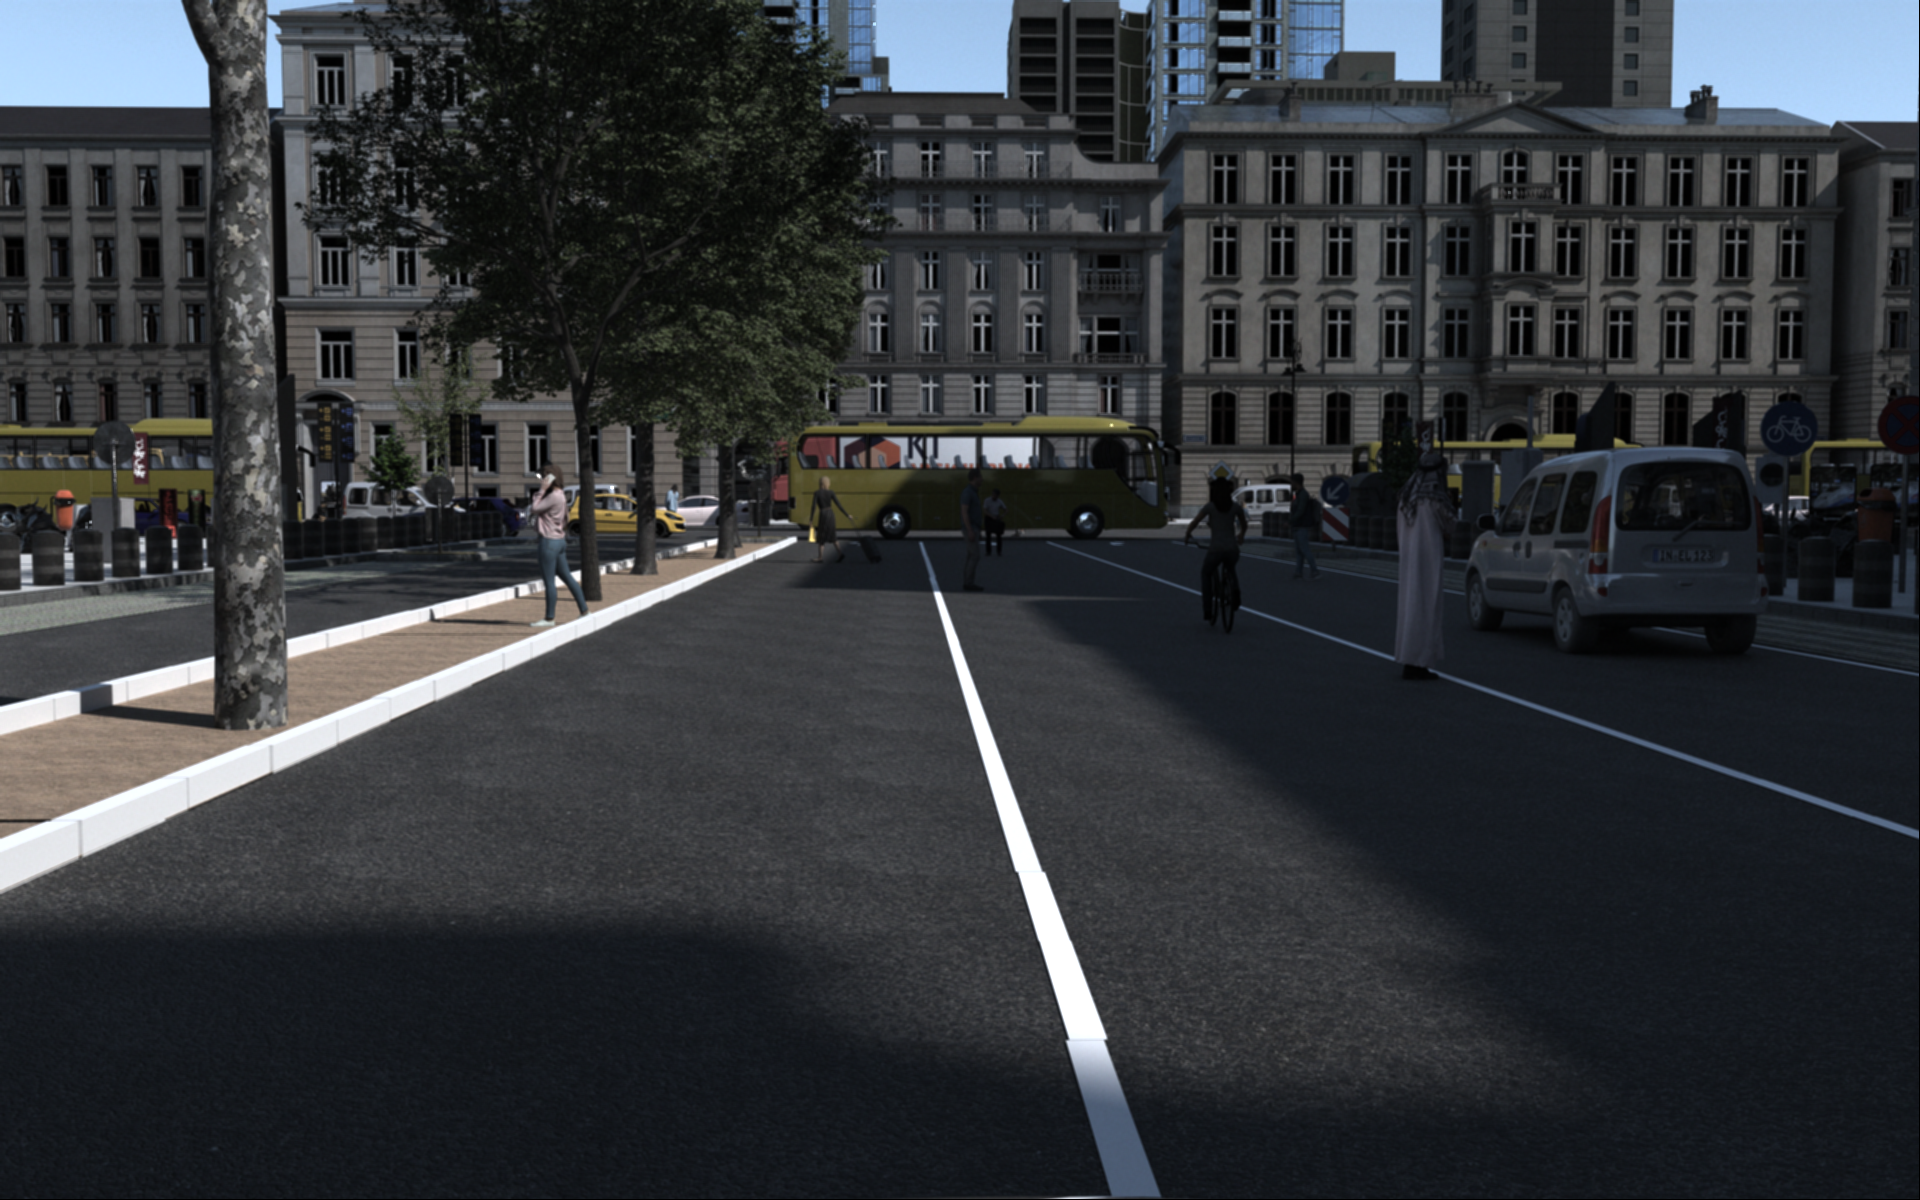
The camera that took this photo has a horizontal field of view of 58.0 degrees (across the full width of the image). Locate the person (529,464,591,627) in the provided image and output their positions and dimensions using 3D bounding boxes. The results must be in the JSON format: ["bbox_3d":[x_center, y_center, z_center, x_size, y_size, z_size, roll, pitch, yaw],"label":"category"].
[{"bbox_3d":[-4.311,-0.586,18.675,0.643,1.750,0.593,0,3,0],"label":"person"}]

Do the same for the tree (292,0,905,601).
[{"bbox_3d":[-4.903,-5.276,23.126,8.767,10.594,7.601,0,4,-2],"label":"tree"}]

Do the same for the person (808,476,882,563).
[{"bbox_3d":[-2.443,-1.674,36.085,1.509,1.804,0.699,1,4,18],"label":"person"}]

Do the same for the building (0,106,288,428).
[{"bbox_3d":[-42.834,-14.657,88.800,18.267,20.994,9.793,0,4,-2],"label":"building"}]

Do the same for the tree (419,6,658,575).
[{"bbox_3d":[-5.684,-6.733,30.673,7.486,12.596,7.792,0,3,0],"label":"tree"}]

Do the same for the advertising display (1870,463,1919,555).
[{"bbox_3d":[19.751,-1.919,36.586,0.974,1.923,0.123,3,5,41],"label":"advertising display"}]

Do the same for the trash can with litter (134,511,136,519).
[{"bbox_3d":[-22.241,-2.086,45.492,1.055,1.170,0.624,0,4,-1],"label":"trash can with litter"}]

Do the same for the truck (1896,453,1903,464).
[{"bbox_3d":[42.837,-4.828,67.845,11.283,4.237,2.839,0,4,-2],"label":"truck"}]

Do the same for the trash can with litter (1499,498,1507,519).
[{"bbox_3d":[14.929,-2.259,47.996,1.678,1.210,2.233,1,4,20],"label":"trash can with litter"}]

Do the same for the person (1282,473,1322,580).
[{"bbox_3d":[5.700,-1.229,28.942,0.721,1.781,0.623,0,4,-1],"label":"person"}]

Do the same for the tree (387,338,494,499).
[{"bbox_3d":[-22.624,-7.698,76.219,4.737,8.622,4.395,0,3,0],"label":"tree"}]

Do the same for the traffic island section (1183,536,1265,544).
[{"bbox_3d":[7.738,-1.772,51.254,2.009,0.180,2.903,0,4,-2],"label":"traffic island section"}]

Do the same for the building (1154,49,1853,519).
[{"bbox_3d":[28.082,-16.809,93.919,34.723,24.649,14.460,0,4,-2],"label":"building"}]

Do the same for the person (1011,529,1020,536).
[{"bbox_3d":[1.897,-3.071,58.843,0.434,1.807,0.598,2,4,33],"label":"person"}]

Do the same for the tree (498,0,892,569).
[{"bbox_3d":[-5.284,-7.197,38.261,7.486,12.596,7.792,0,3,0],"label":"tree"}]

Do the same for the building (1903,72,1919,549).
[{"bbox_3d":[28.105,-15.164,25.425,11.434,29.767,29.804,0,4,-2],"label":"building"}]

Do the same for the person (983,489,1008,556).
[{"bbox_3d":[0.831,-1.810,40.299,0.614,1.554,0.590,-1,4,-11],"label":"person"}]

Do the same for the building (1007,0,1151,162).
[{"bbox_3d":[17.677,-49.939,254.752,20.611,71.187,20.563,0,4,-2],"label":"building"}]

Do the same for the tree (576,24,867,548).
[{"bbox_3d":[-6.327,-8.321,45.923,7.806,13.903,7.818,0,3,0],"label":"tree"}]

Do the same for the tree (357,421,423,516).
[{"bbox_3d":[-15.231,-3.154,46.172,1.663,3.219,1.824,0,3,0],"label":"tree"}]

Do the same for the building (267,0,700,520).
[{"bbox_3d":[-23.722,-18.684,91.381,20.117,28.700,13.634,0,4,-2],"label":"building"}]

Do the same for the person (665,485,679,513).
[{"bbox_3d":[-10.916,-3.481,65.674,0.793,1.790,0.793,1,4,11],"label":"person"}]

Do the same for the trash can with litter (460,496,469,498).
[{"bbox_3d":[-23.248,-4.268,81.162,0.624,1.170,1.055,0,4,-6],"label":"trash can with litter"}]

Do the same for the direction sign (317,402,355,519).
[{"bbox_3d":[-15.502,-3.125,43.091,0.876,3.537,0.379,-3,4,-37],"label":"direction sign"}]

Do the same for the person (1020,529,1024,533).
[{"bbox_3d":[2.196,-3.049,63.033,0.332,1.250,0.352,1,4,19],"label":"person"}]

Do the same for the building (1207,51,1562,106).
[{"bbox_3d":[34.003,-28.420,156.546,32.217,40.220,23.993,0,4,-2],"label":"building"}]

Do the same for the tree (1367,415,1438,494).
[{"bbox_3d":[11.029,-2.937,42.626,1.663,3.219,1.824,0,3,0],"label":"tree"}]

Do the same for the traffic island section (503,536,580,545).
[{"bbox_3d":[-12.044,-1.734,50.629,2.009,0.180,2.903,0,4,-2],"label":"traffic island section"}]

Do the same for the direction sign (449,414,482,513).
[{"bbox_3d":[-13.945,-3.482,48.929,0.876,3.537,0.379,-2,4,-26],"label":"direction sign"}]

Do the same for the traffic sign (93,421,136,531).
[{"bbox_3d":[-14.692,-1.835,30.103,0.768,2.556,0.104,0,4,3],"label":"traffic sign"}]

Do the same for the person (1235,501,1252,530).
[{"bbox_3d":[11.002,-3.313,68.167,1.012,1.151,0.738,1,4,8],"label":"person"}]

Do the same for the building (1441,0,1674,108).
[{"bbox_3d":[62.994,-45.926,189.137,20.611,71.187,20.563,0,4,-2],"label":"building"}]

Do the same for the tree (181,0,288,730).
[{"bbox_3d":[-5.594,-9.327,10.843,12.611,20.169,13.585,0,3,0],"label":"tree"}]

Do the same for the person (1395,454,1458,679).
[{"bbox_3d":[3.621,-0.262,13.457,0.621,1.740,0.551,-3,5,-44],"label":"person"}]

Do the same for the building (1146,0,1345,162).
[{"bbox_3d":[28.074,-53.221,182.829,22.319,86.520,31.000,0,4,-2],"label":"building"}]

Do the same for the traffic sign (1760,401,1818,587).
[{"bbox_3d":[11.327,-1.447,23.758,0.768,2.556,0.104,0,4,4],"label":"traffic sign"}]

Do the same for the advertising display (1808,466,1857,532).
[{"bbox_3d":[20.085,-2.121,39.887,0.974,1.923,0.123,2,4,24],"label":"advertising display"}]

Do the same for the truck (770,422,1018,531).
[{"bbox_3d":[-2.466,-4.874,68.601,11.283,4.237,2.839,0,4,-1],"label":"truck"}]

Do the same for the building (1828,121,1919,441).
[{"bbox_3d":[54.949,-14.884,92.509,18.267,20.994,9.793,0,4,-2],"label":"building"}]

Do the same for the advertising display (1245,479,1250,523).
[{"bbox_3d":[12.552,-4.310,75.685,0.123,1.923,0.974,1,4,15],"label":"advertising display"}]

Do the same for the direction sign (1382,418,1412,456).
[{"bbox_3d":[13.055,-3.658,51.810,0.876,3.537,0.379,1,4,16],"label":"direction sign"}]

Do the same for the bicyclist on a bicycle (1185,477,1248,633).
[{"bbox_3d":[2.748,-0.508,18.336,1.499,1.676,1.625,0,4,-1],"label":"bicyclist on a bicycle"}]

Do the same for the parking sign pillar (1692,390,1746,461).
[{"bbox_3d":[19.904,-3.485,45.449,1.447,3.967,1.447,-2,4,-34],"label":"parking sign pillar"}]

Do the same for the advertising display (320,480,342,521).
[{"bbox_3d":[-29.614,-4.670,81.566,0.974,1.923,0.123,0,4,3],"label":"advertising display"}]

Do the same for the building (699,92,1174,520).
[{"bbox_3d":[-1.637,-15.301,91.976,24.055,21.916,13.314,0,4,-2],"label":"building"}]

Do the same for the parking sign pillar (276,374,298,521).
[{"bbox_3d":[-15.277,-3.050,38.346,1.447,3.967,1.447,1,4,17],"label":"parking sign pillar"}]

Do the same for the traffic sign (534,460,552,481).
[{"bbox_3d":[-12.020,-2.870,50.568,0.795,2.450,0.064,0,4,-2],"label":"traffic sign"}]

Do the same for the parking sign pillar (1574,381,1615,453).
[{"bbox_3d":[15.037,-3.218,41.083,1.447,3.967,1.447,3,5,43],"label":"parking sign pillar"}]

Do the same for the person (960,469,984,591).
[{"bbox_3d":[0.210,-1.051,25.815,0.434,1.807,0.598,1,4,21],"label":"person"}]

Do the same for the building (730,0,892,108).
[{"bbox_3d":[-22.892,-57.561,253.788,31.000,86.520,22.319,0,4,-2],"label":"building"}]

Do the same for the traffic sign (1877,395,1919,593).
[{"bbox_3d":[12.257,-1.367,22.464,0.768,2.556,0.104,0,4,7],"label":"traffic sign"}]
